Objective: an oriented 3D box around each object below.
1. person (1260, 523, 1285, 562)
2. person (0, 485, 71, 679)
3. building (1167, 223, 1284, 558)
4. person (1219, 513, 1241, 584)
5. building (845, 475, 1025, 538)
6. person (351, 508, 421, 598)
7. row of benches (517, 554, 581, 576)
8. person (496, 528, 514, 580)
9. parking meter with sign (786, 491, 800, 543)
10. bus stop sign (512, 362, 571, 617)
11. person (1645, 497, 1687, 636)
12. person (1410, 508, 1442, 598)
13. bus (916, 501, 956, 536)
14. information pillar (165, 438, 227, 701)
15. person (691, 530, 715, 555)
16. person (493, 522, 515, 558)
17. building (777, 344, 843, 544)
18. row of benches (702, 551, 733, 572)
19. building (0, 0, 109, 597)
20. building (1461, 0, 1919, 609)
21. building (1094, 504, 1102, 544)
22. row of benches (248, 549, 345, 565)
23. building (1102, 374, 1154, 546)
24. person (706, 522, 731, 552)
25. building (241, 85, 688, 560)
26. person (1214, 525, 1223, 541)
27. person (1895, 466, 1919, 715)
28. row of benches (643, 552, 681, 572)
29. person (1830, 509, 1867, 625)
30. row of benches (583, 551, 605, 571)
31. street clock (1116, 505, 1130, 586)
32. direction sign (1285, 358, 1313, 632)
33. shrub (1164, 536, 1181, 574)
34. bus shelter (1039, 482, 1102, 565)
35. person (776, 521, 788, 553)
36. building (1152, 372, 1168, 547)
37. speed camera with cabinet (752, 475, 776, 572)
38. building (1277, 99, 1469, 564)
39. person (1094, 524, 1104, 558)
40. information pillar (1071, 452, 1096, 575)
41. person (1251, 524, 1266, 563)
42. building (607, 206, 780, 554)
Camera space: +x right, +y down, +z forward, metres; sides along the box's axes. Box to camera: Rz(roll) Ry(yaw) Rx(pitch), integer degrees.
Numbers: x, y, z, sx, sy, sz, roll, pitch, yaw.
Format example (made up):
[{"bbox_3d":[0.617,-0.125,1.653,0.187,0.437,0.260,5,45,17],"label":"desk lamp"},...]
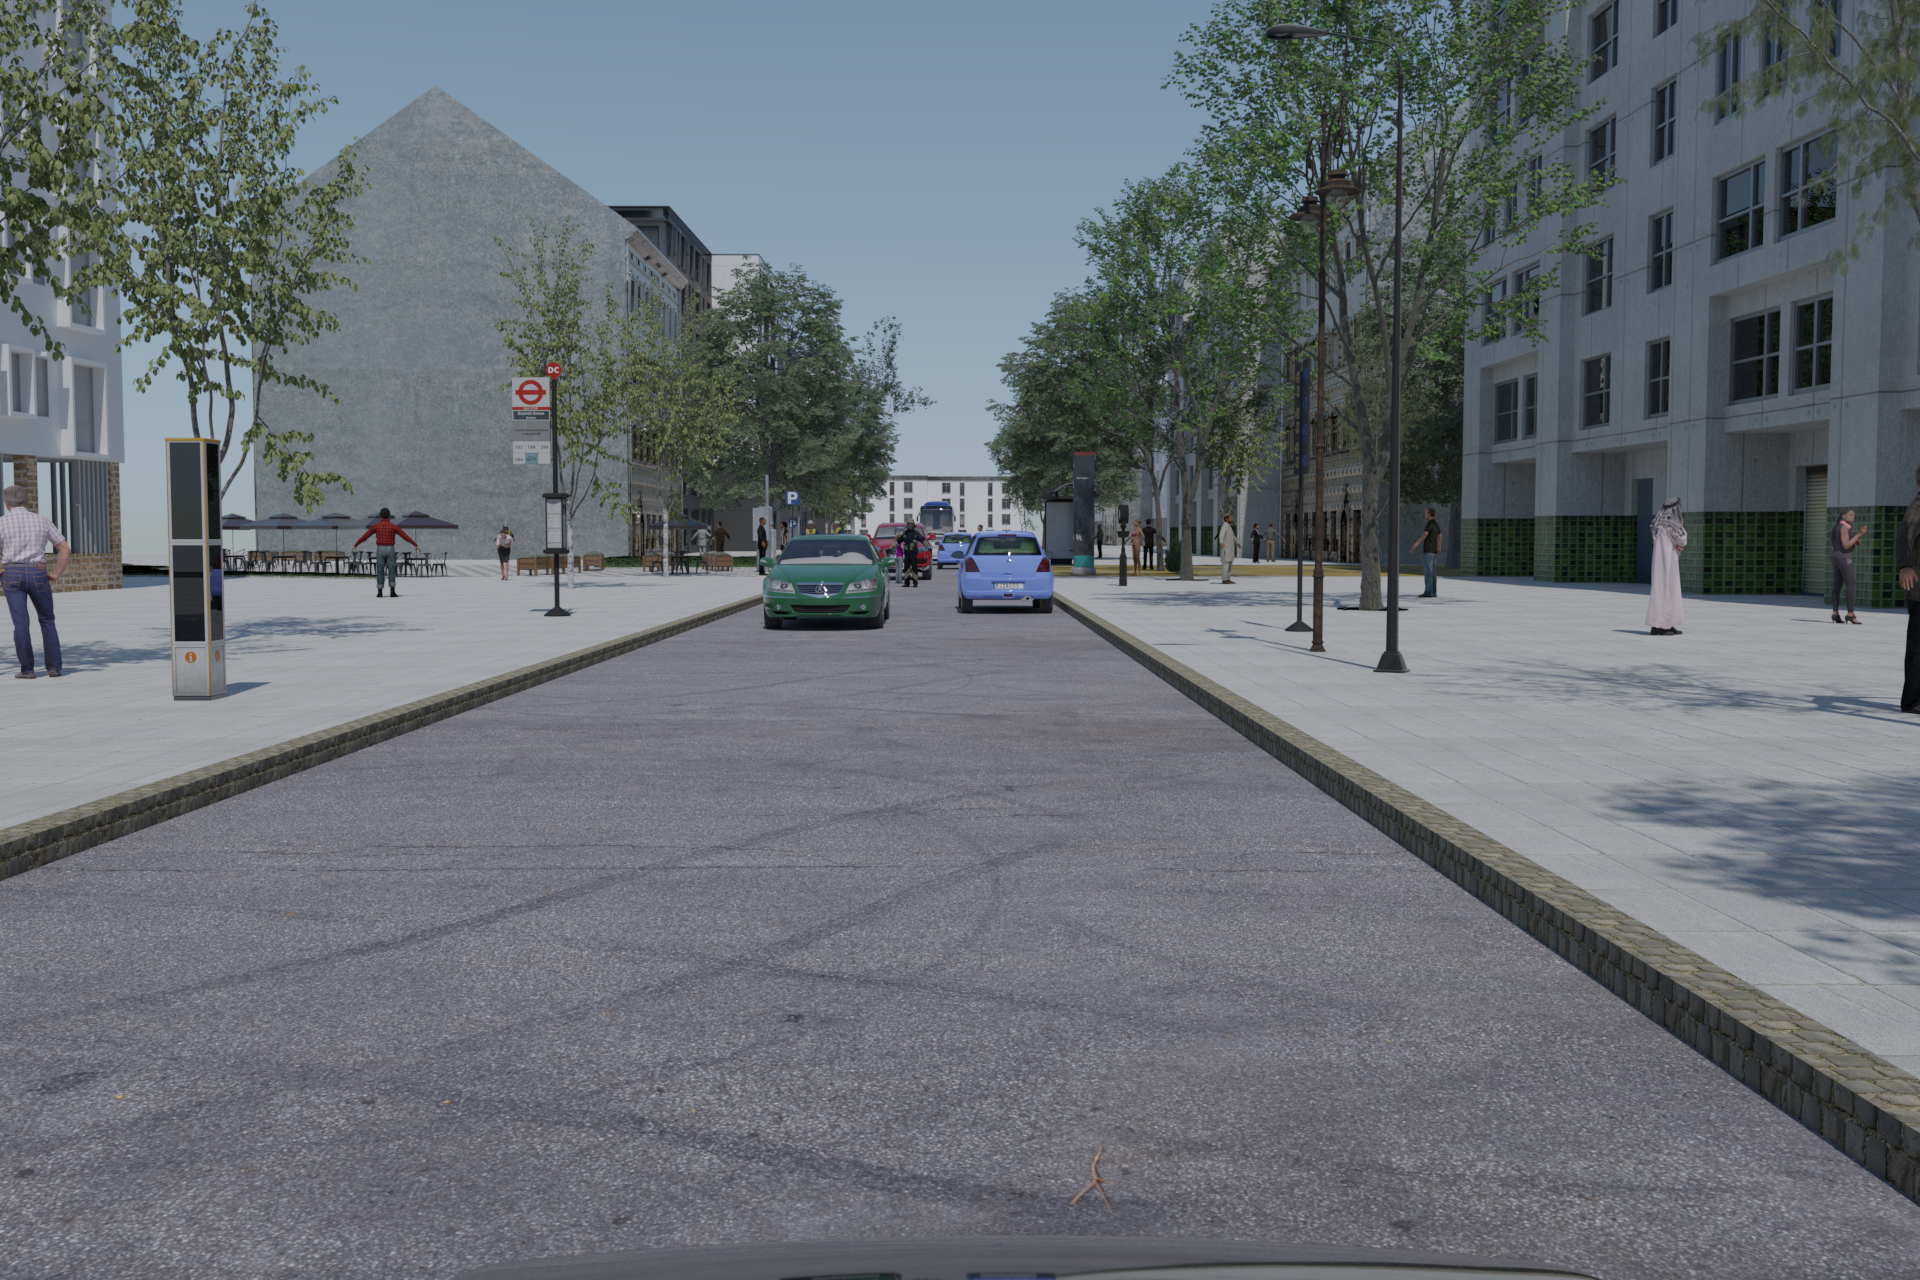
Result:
[{"bbox_3d":[14.325,-4.497,79.791,1.348,1.796,0.705,2,4,30],"label":"person"},{"bbox_3d":[-8.315,-0.513,15.376,0.756,1.711,0.436,-2,4,-32],"label":"person"},{"bbox_3d":[23.115,-14.723,107.183,16.747,18.905,31.486,0,3,0],"label":"building"},{"bbox_3d":[6.881,-2.342,44.381,0.704,1.819,1.344,2,4,29],"label":"person"},{"bbox_3d":[-4.665,-18.527,247.526,28.070,9.664,9.099,0,4,-1],"label":"building"},{"bbox_3d":[-11.610,-1.769,35.027,1.345,1.816,0.704,-1,4,-13],"label":"person"},{"bbox_3d":[-13.074,-2.441,55.370,1.422,0.672,4.104,0,4,8],"label":"row of benches"},{"bbox_3d":[-12.619,-2.363,47.862,0.628,1.438,0.799,-3,5,-42],"label":"person"},{"bbox_3d":[-6.804,-4.580,71.136,0.543,3.016,1.738,0,4,-1],"label":"parking meter with sign"},{"bbox_3d":[-6.515,-2.339,26.952,0.855,3.939,0.416,0,4,-1],"label":"bus stop sign"},{"bbox_3d":[8.968,-0.929,21.899,0.621,1.740,0.551,-1,4,-10],"label":"person"},{"bbox_3d":[9.499,-1.766,35.092,0.705,1.803,1.348,3,4,38],"label":"person"},{"bbox_3d":[-1.732,-8.651,132.998,2.896,3.916,12.251,0,4,0],"label":"bus"},{"bbox_3d":[-5.910,-0.545,13.405,0.304,2.012,0.304,0,4,-1],"label":"information pillar"},{"bbox_3d":[-13.514,-5.188,91.009,1.347,1.806,0.705,1,4,12],"label":"person"},{"bbox_3d":[-22.189,-4.815,84.487,0.705,1.858,1.354,2,4,30],"label":"person"},{"bbox_3d":[-28.704,-21.952,202.890,27.936,21.610,32.646,0,4,0],"label":"building"},{"bbox_3d":[-8.534,-2.776,60.856,1.422,0.672,4.104,-1,4,-14],"label":"row of benches"},{"bbox_3d":[-24.392,-10.435,27.030,16.016,20.090,11.380,0,4,-1],"label":"building"},{"bbox_3d":[24.035,-10.473,37.696,16.747,18.905,31.486,0,4,0],"label":"building"},{"bbox_3d":[22.596,-22.701,227.573,16.016,20.090,11.380,0,4,0],"label":"building"},{"bbox_3d":[-27.384,-3.439,71.692,4.104,0.672,1.422,0,4,7],"label":"row of benches"},{"bbox_3d":[26.017,-22.240,194.558,19.493,23.208,18.063,0,4,0],"label":"building"},{"bbox_3d":[-10.296,-4.162,74.193,0.704,1.812,1.346,3,5,44],"label":"person"},{"bbox_3d":[-25.815,-16.119,94.467,19.493,23.208,18.063,0,4,-1],"label":"building"},{"bbox_3d":[13.550,-5.042,88.621,1.347,1.806,0.705,3,4,38],"label":"person"},{"bbox_3d":[6.959,-0.380,12.392,1.348,1.807,0.705,-3,5,-41],"label":"person"},{"bbox_3d":[-10.405,-2.762,60.624,1.422,0.672,4.104,0,4,2],"label":"row of benches"},{"bbox_3d":[12.709,-1.054,24.746,0.415,1.643,0.593,-2,4,-32],"label":"person"},{"bbox_3d":[-13.011,-2.821,61.588,1.422,0.672,4.104,-1,4,-10],"label":"row of benches"},{"bbox_3d":[4.017,-2.327,42.617,0.358,2.002,0.471,0,3,0],"label":"street clock"},{"bbox_3d":[4.478,-1.881,22.753,0.379,3.537,0.876,0,3,0],"label":"direction sign"},{"bbox_3d":[7.017,-2.738,55.878,1.383,1.207,1.383,0,3,0],"label":"shrub"},{"bbox_3d":[4.415,-4.665,70.198,2.014,3.302,5.546,0,4,-2],"label":"bus shelter"},{"bbox_3d":[-7.603,-4.175,74.410,0.704,1.843,1.345,-2,4,-28],"label":"person"},{"bbox_3d":[25.533,-19.946,182.533,16.016,20.090,11.380,0,4,-1],"label":"building"},{"bbox_3d":[-6.630,-3.935,58.668,0.660,3.252,2.038,0,4,1],"label":"speed camera with cabinet"},{"bbox_3d":[26.175,-15.325,81.488,19.493,23.208,18.063,0,4,-1],"label":"building"},{"bbox_3d":[7.362,-5.232,91.665,0.705,1.813,1.348,2,4,24],"label":"person"},{"bbox_3d":[3.928,-4.015,55.026,0.750,3.857,0.750,0,4,0],"label":"information pillar"},{"bbox_3d":[13.036,-4.223,75.767,0.721,1.740,1.216,3,5,39],"label":"person"},{"bbox_3d":[-28.573,-17.149,124.361,27.936,21.610,32.646,0,3,0],"label":"building"}]
